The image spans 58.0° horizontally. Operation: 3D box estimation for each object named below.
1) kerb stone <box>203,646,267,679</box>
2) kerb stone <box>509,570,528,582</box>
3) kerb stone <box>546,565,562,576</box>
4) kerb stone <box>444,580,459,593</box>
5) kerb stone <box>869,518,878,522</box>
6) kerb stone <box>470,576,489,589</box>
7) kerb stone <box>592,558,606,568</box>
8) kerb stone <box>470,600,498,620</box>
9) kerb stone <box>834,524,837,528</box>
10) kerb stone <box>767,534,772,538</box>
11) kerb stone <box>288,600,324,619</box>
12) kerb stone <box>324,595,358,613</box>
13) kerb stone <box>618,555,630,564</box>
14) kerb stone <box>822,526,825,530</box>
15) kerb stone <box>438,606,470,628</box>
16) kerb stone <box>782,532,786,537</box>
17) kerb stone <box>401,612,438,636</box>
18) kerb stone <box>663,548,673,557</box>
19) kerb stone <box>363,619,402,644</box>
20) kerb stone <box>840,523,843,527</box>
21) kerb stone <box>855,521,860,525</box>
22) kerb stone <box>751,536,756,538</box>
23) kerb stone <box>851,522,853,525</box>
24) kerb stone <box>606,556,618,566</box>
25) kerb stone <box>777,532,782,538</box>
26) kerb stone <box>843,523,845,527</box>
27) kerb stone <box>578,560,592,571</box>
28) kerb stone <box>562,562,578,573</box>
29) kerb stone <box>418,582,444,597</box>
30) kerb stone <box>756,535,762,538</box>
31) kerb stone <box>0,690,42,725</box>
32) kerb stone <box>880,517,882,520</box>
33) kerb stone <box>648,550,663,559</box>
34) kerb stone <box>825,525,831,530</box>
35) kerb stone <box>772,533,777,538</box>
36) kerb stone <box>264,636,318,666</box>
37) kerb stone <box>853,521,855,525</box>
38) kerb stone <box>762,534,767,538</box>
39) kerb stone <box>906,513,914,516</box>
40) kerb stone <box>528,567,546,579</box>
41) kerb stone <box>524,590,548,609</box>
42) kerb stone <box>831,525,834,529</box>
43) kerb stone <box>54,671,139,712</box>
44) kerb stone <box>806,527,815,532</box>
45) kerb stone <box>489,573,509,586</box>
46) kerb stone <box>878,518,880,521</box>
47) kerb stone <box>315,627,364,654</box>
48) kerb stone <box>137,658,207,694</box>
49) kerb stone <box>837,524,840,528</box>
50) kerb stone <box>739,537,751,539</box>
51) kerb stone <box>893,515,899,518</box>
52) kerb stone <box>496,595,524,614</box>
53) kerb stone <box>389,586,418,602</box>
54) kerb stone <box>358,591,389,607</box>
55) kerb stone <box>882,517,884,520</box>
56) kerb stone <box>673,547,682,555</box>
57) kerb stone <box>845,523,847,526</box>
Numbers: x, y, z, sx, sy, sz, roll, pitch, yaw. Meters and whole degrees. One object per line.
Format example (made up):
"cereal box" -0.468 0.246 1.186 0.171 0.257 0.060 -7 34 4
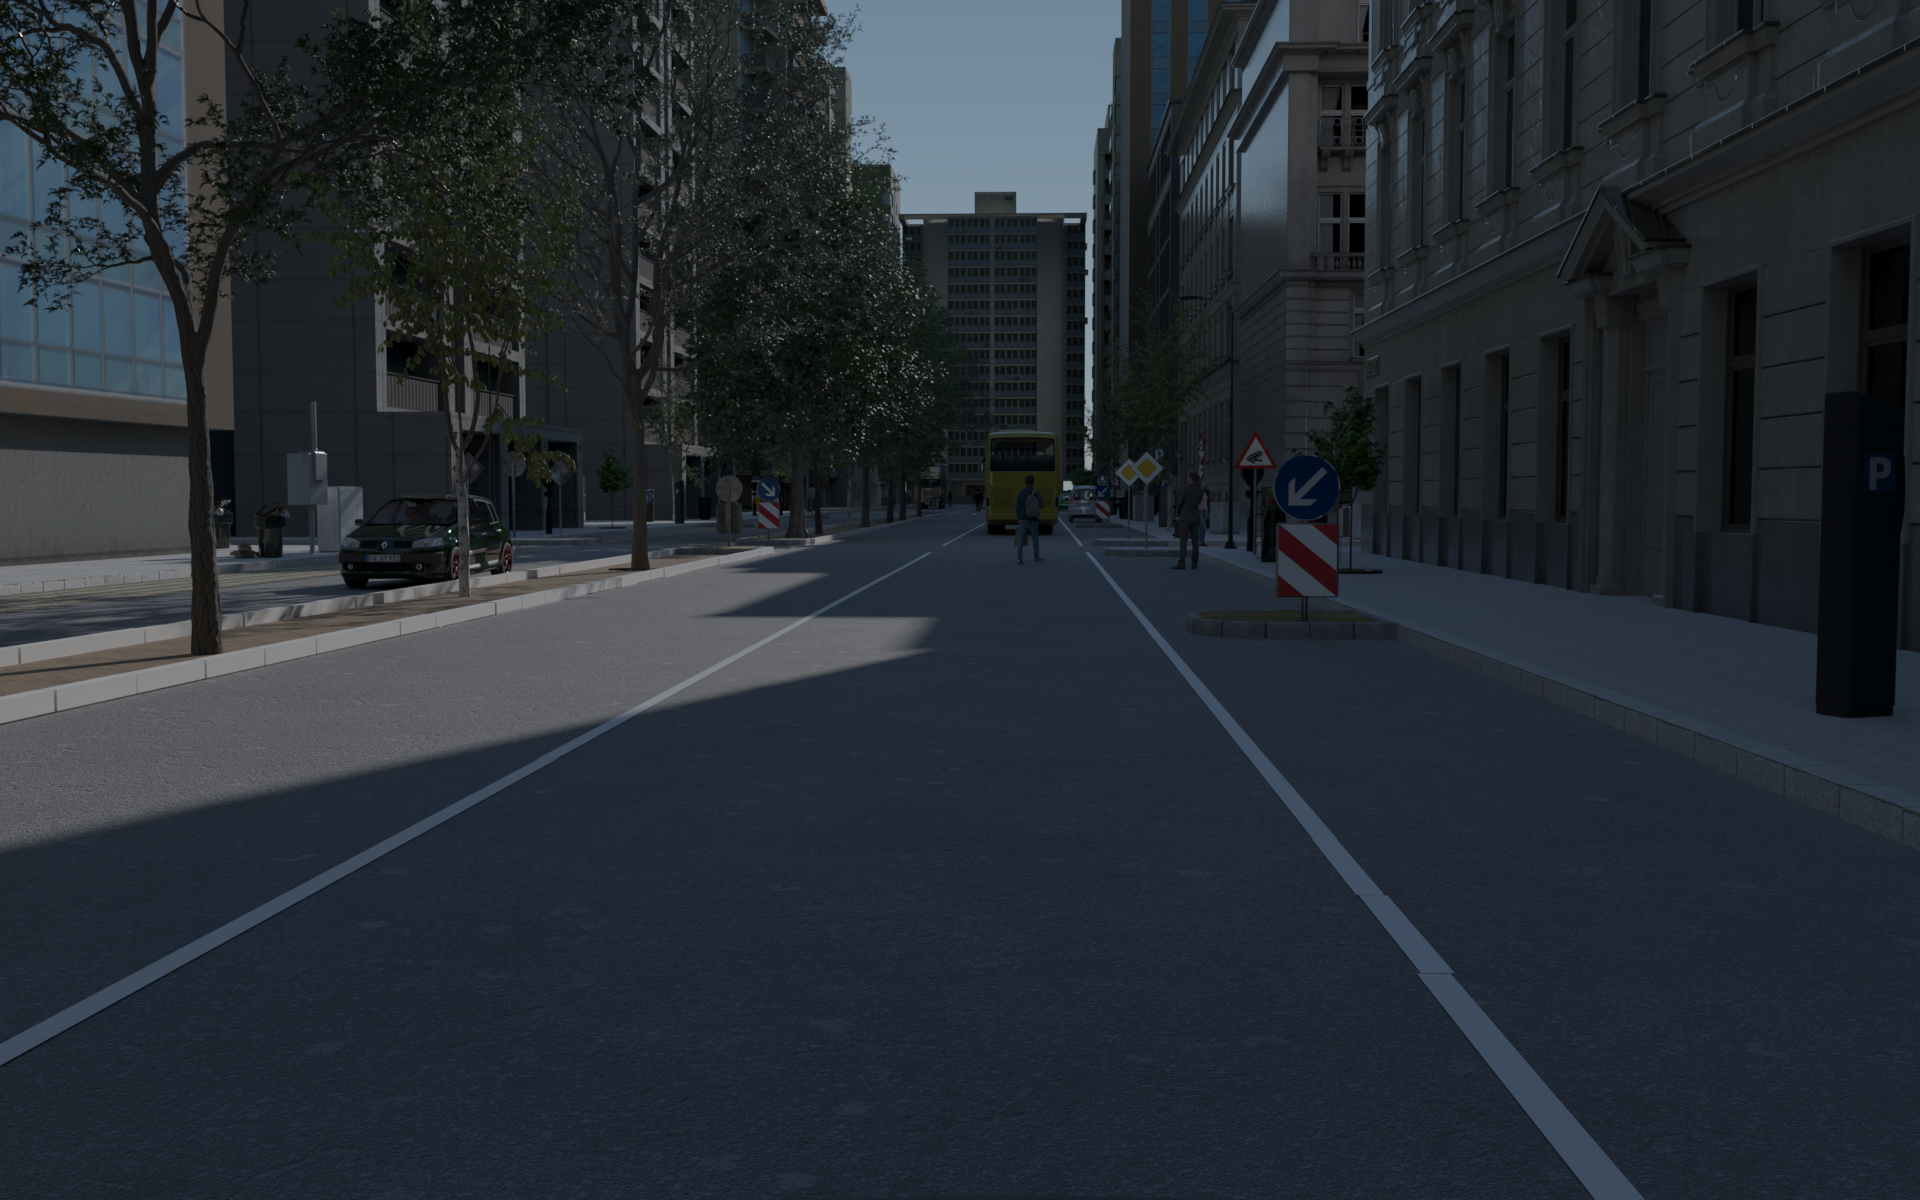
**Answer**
"kerb stone" -5.868 0.508 13.908 0.120 0.150 1.000 0 4 3
"kerb stone" -7.314 -0.375 28.344 0.120 0.150 1.000 0 4 3
"kerb stone" -7.226 -0.500 30.394 0.120 0.150 1.000 0 4 3
"kerb stone" -7.450 -0.188 25.263 0.120 0.150 1.000 0 4 3
"kerb stone" -4.492 -4.163 90.333 0.120 0.150 1.000 0 4 3
"kerb stone" -7.402 -0.249 26.289 0.120 0.150 1.000 0 4 3
"kerb stone" -7.082 -0.689 33.460 0.120 0.150 1.000 0 4 3
"kerb stone" -5.594 0.138 20.043 0.120 0.150 1.000 0 4 3
"kerb stone" -5.325 -3.037 71.896 0.120 0.150 1.000 0 4 3
"kerb stone" -6.126 -1.969 54.471 0.120 0.150 1.000 0 4 3
"kerb stone" -7.692 0.126 20.146 0.120 0.150 1.000 0 4 3
"kerb stone" -7.648 0.063 21.167 0.120 0.150 1.000 0 4 3
"kerb stone" -6.991 -0.814 35.507 0.120 0.150 1.000 0 4 3
"kerb stone" -5.511 -2.789 67.800 0.120 0.150 1.000 0 4 3
"kerb stone" -5.637 0.200 19.022 0.120 0.150 1.000 0 4 3
"kerb stone" -5.983 -2.162 57.546 0.120 0.150 1.000 0 4 3
"kerb stone" -5.684 0.257 17.998 0.120 0.150 1.000 0 4 3
"kerb stone" -6.794 -1.061 39.609 0.120 0.150 1.000 0 4 3
"kerb stone" -5.735 0.323 16.977 0.120 0.150 1.000 0 4 3
"kerb stone" -5.241 -3.160 73.953 0.120 0.150 1.000 0 4 3
"kerb stone" -4.908 -3.605 81.136 0.120 0.150 1.000 0 4 3
"kerb stone" -6.264 -1.786 51.398 0.120 0.150 1.000 0 4 3
"kerb stone" -5.054 -3.416 78.053 0.120 0.150 1.000 0 4 3
"kerb stone" -7.038 -0.750 34.486 0.120 0.150 1.000 0 4 3
"kerb stone" -6.033 -2.099 56.518 0.120 0.150 1.000 0 4 3
"kerb stone" -5.193 -3.222 74.974 0.120 0.150 1.000 0 4 3
"kerb stone" -7.127 -0.625 32.439 0.120 0.150 1.000 0 4 3
"kerb stone" -7.168 -0.564 31.415 0.120 0.150 1.000 0 4 3
"kerb stone" -7.494 -0.125 24.233 0.120 0.150 1.000 0 4 3
"kerb stone" -6.218 -1.842 52.429 0.120 0.150 1.000 0 4 3
"kerb stone" -6.014 0.694 10.845 0.120 0.150 1.000 0 4 3
"kerb stone" -4.397 -4.291 92.383 0.120 0.150 1.000 0 4 3
"kerb stone" -6.841 -1.003 38.588 0.120 0.150 1.000 0 4 3
"kerb stone" -5.432 -2.914 69.843 0.120 0.150 1.000 0 4 3
"kerb stone" -6.078 -2.036 55.493 0.120 0.150 1.000 0 4 3
"kerb stone" -5.820 0.445 14.929 0.120 0.150 1.000 0 4 3
"kerb stone" -5.007 -3.471 79.080 0.120 0.150 1.000 0 4 3
"kerb stone" -6.170 -1.909 53.450 0.120 0.150 1.000 0 4 3
"kerb stone" -3.327 -5.728 115.918 0.120 0.150 1.000 0 4 3
"kerb stone" -7.265 -0.439 29.373 0.120 0.150 1.000 0 4 3
"kerb stone" -5.489 0.007 22.084 0.120 0.150 1.000 0 4 3
"kerb stone" -5.371 -2.977 70.867 0.120 0.150 1.000 0 4 3
"kerb stone" -5.962 0.632 11.866 0.120 0.150 1.000 0 4 3
"kerb stone" -5.656 -2.601 64.727 0.120 0.150 1.000 0 4 3
"kerb stone" -7.364 -0.306 27.316 0.120 0.150 1.000 0 4 3
"kerb stone" -4.446 -4.230 91.362 0.120 0.150 1.000 0 4 3
"kerb stone" -5.773 0.382 15.956 0.120 0.150 1.000 0 4 3
"kerb stone" -5.919 0.572 12.887 0.120 0.150 1.000 0 4 3
"kerb stone" -5.286 -3.094 72.918 0.120 0.150 1.000 0 4 3
"kerb stone" -6.301 -1.722 50.376 0.120 0.150 1.000 0 4 3
"kerb stone" -3.849 -5.041 104.669 0.120 0.150 1.000 0 4 3
"kerb stone" -5.537 0.069 21.063 0.120 0.150 1.000 0 4 3
"kerb stone" -7.544 -0.060 23.213 0.120 0.150 1.000 0 4 3
"kerb stone" -7.591 0.001 22.192 0.120 0.150 1.000 0 4 3
"kerb stone" -4.362 -4.354 93.408 0.120 0.150 1.000 0 4 3
"kerb stone" -6.755 -1.128 40.632 0.120 0.150 1.000 0 4 3
"kerb stone" -5.150 -3.291 75.999 0.120 0.150 1.000 0 4 3
